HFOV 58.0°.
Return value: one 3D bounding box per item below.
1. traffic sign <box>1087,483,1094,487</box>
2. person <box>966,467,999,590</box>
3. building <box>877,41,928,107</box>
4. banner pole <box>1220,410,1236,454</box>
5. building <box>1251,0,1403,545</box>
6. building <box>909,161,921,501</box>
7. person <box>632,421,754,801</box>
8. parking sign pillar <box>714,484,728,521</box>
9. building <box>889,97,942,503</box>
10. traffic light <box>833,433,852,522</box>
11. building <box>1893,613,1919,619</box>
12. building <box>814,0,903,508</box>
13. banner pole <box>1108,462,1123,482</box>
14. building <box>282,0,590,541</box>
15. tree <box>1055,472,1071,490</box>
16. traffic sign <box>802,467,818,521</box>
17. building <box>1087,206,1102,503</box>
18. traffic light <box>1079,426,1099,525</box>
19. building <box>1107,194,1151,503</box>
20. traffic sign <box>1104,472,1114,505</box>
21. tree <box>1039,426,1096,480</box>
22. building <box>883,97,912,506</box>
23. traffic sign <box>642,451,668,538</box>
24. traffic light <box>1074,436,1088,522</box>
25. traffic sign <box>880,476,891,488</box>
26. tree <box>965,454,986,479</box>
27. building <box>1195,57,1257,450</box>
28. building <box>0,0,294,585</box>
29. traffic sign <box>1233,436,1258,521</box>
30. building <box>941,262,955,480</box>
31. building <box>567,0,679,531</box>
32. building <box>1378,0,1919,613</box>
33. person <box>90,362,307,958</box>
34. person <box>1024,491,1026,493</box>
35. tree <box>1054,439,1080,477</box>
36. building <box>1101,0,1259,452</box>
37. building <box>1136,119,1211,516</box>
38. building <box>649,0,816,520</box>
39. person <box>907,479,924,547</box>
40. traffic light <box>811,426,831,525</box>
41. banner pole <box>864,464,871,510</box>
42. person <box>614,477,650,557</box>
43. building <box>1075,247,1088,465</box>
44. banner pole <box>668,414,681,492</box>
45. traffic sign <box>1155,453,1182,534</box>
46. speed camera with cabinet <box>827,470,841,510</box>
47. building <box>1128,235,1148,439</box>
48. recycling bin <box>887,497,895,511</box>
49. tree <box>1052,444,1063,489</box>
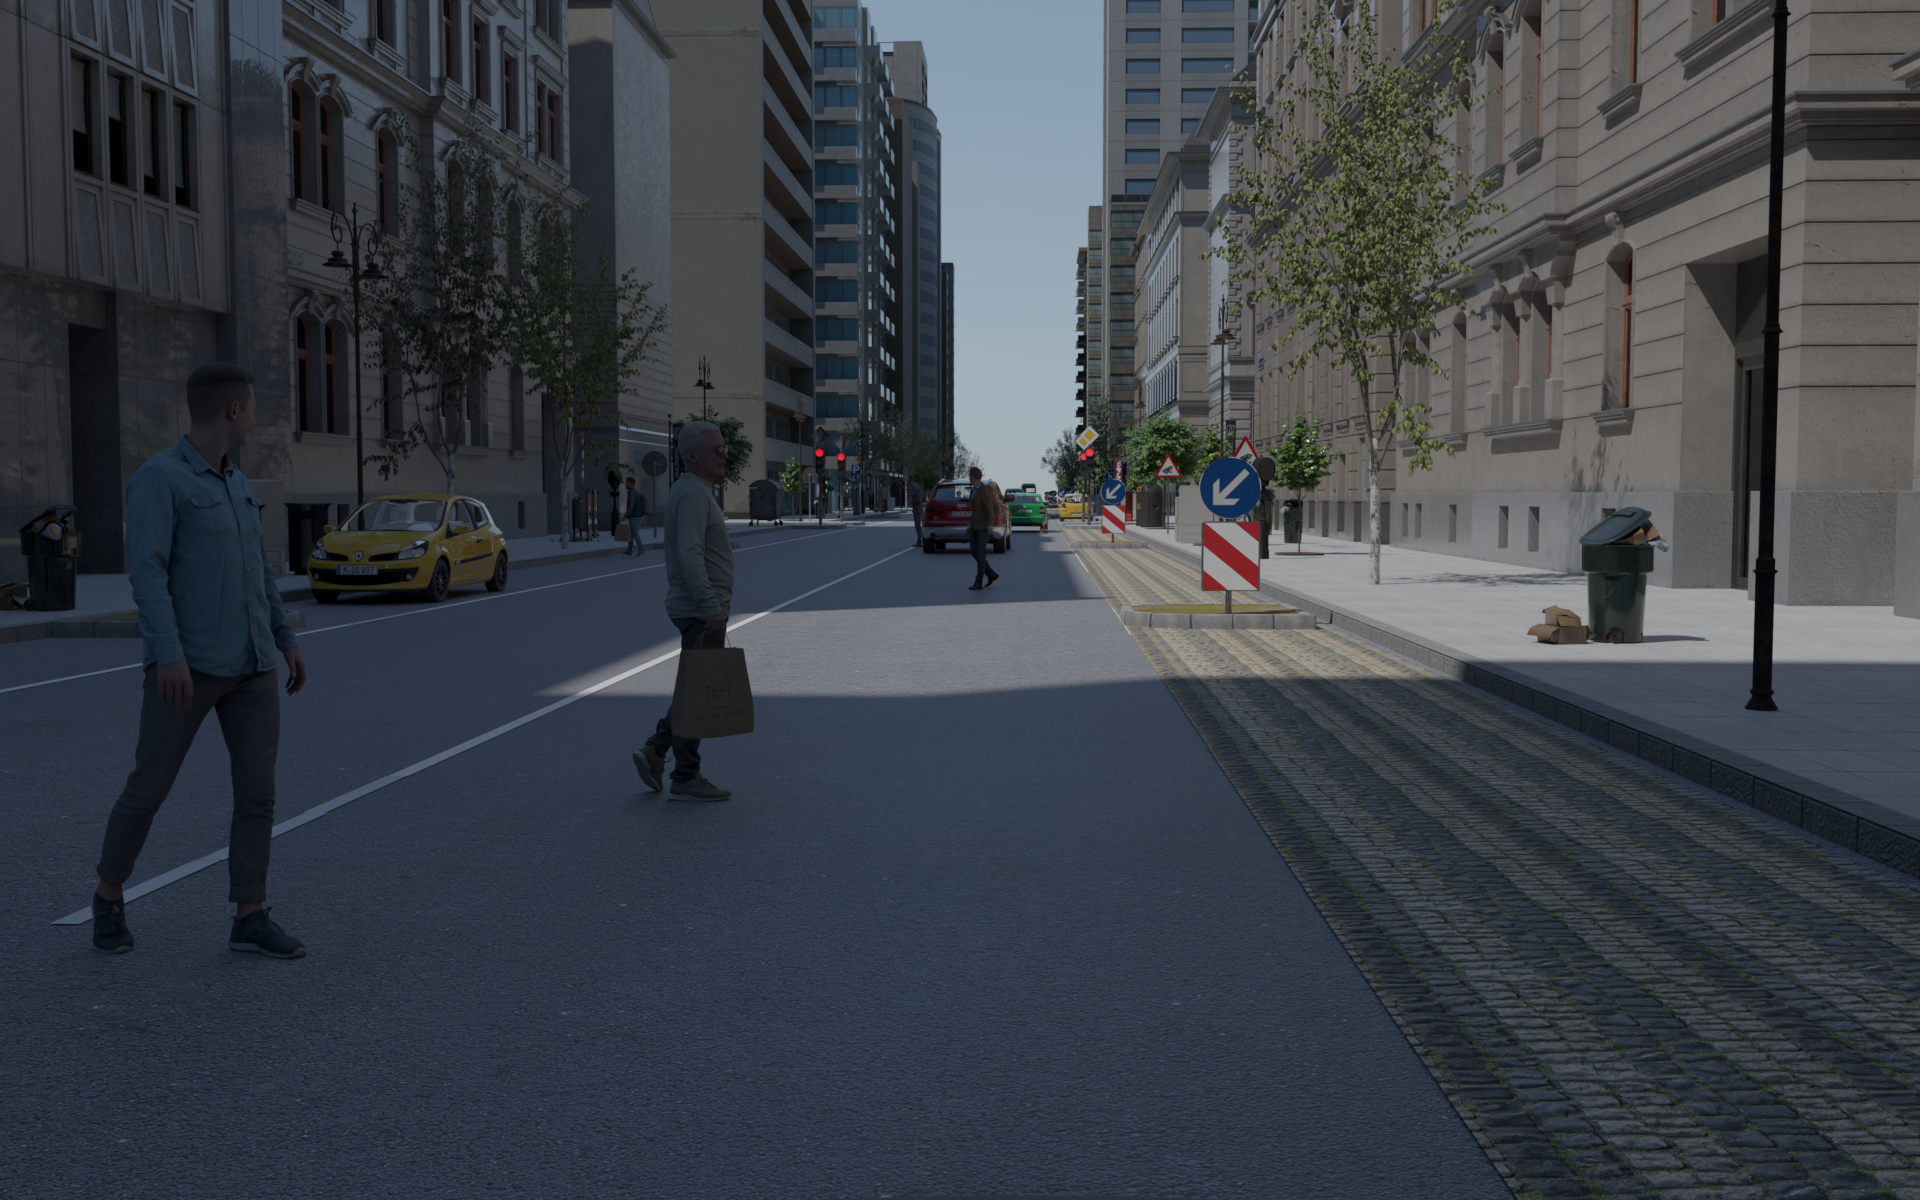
[{"bbox_3d":[10.095,-8.164,133.582,0.768,2.556,0.104,0,4,6],"label":"traffic sign"},{"bbox_3d":[0.305,-1.087,26.188,0.656,1.842,0.836,2,4,34],"label":"person"},{"bbox_3d":[-13.462,-51.438,279.258,20.563,71.187,20.611,0,4,2],"label":"building"},{"bbox_3d":[7.943,-3.766,51.590,0.863,3.779,0.401,-3,5,-40],"label":"banner pole"},{"bbox_3d":[16.543,-15.746,54.709,12.463,27.353,25.104,0,4,2],"label":"building"},{"bbox_3d":[-12.182,-32.012,206.983,14.154,41.232,14.086,0,4,2],"label":"building"},{"bbox_3d":[-1.242,0.062,7.980,0.515,1.767,0.782,-1,4,-14],"label":"person"},{"bbox_3d":[-11.909,-5.808,83.436,1.447,3.967,1.447,2,4,26],"label":"parking sign pillar"},{"bbox_3d":[-13.964,-43.626,255.279,21.231,58.520,28.212,0,4,2],"label":"building"},{"bbox_3d":[-5.416,-5.545,79.575,0.839,4.253,0.868,0,4,2],"label":"traffic light"},{"bbox_3d":[15.576,-13.372,6.030,14.401,28.519,23.554,0,4,2],"label":"building"},{"bbox_3d":[-18.193,-33.692,170.468,23.786,49.044,30.456,0,4,2],"label":"building"},{"bbox_3d":[11.009,-8.203,124.136,0.863,3.779,0.401,1,4,12],"label":"banner pole"},{"bbox_3d":[-19.065,-15.729,44.561,14.401,28.519,23.554,0,4,2],"label":"building"},{"bbox_3d":[14.302,-13.831,209.843,4.285,4.588,4.351,0,3,0],"label":"tree"},{"bbox_3d":[-7.080,-4.987,81.643,0.768,2.556,0.104,1,4,10],"label":"traffic sign"},{"bbox_3d":[25.106,-34.460,247.011,14.154,41.232,14.086,0,4,2],"label":"building"},{"bbox_3d":[5.297,-5.029,71.145,0.839,4.253,0.868,0,4,2],"label":"traffic light"},{"bbox_3d":[21.381,-24.293,168.893,14.160,30.474,14.107,0,4,2],"label":"building"},{"bbox_3d":[8.809,-6.205,101.554,0.768,2.556,0.104,1,4,10],"label":"traffic sign"},{"bbox_3d":[14.775,-18.495,236.806,8.767,10.594,7.601,1,4,15],"label":"tree"},{"bbox_3d":[-12.709,-33.183,192.656,14.600,45.320,14.200,0,4,2],"label":"building"},{"bbox_3d":[-8.988,-3.113,51.006,0.768,2.556,0.104,0,4,3],"label":"traffic sign"},{"bbox_3d":[5.636,-5.517,79.123,0.839,4.253,0.868,0,4,2],"label":"traffic light"},{"bbox_3d":[-5.282,-7.514,122.953,0.768,2.556,0.104,0,4,7],"label":"traffic sign"},{"bbox_3d":[2.431,-22.000,310.066,4.737,8.622,4.395,0,3,0],"label":"tree"},{"bbox_3d":[22.098,-15.706,85.675,19.941,23.489,11.050,0,4,2],"label":"building"},{"bbox_3d":[-19.196,-12.528,22.858,12.078,24.808,19.932,0,4,2],"label":"building"},{"bbox_3d":[6.345,-2.359,38.567,0.884,2.594,0.081,0,4,6],"label":"traffic sign"},{"bbox_3d":[-8.266,-37.557,297.643,14.154,41.232,14.086,0,4,2],"label":"building"},{"bbox_3d":[-20.413,-13.153,64.204,18.267,20.994,9.793,0,4,2],"label":"building"},{"bbox_3d":[16.158,-14.826,29.791,14.401,28.519,23.554,0,4,2],"label":"building"},{"bbox_3d":[-2.382,0.179,5.433,0.748,1.841,0.638,2,4,28],"label":"person"},{"bbox_3d":[6.554,-10.011,173.125,0.756,1.711,0.436,-1,4,-9],"label":"person"},{"bbox_3d":[14.099,-16.496,220.077,4.737,8.622,4.395,0,3,0],"label":"tree"},{"bbox_3d":[26.099,-39.618,189.746,21.231,58.520,28.212,0,4,2],"label":"building"},{"bbox_3d":[20.465,-17.143,113.571,16.112,22.955,30.059,0,4,2],"label":"building"},{"bbox_3d":[-20.025,-28.895,96.134,21.300,48.544,21.600,0,4,2],"label":"building"},{"bbox_3d":[-1.212,-2.368,47.016,0.447,1.846,0.655,0,4,1],"label":"person"},{"bbox_3d":[-5.755,-5.057,71.598,0.839,4.253,0.868,0,4,2],"label":"traffic light"},{"bbox_3d":[-7.693,-9.362,143.085,0.863,3.779,0.401,2,4,29],"label":"banner pole"},{"bbox_3d":[-7.451,-1.885,39.297,0.713,1.824,0.794,1,4,18],"label":"person"},{"bbox_3d":[31.017,-39.359,298.147,22.147,44.769,28.867,0,4,2],"label":"building"},{"bbox_3d":[-8.918,-3.917,54.054,0.401,3.779,0.863,-3,5,-42],"label":"banner pole"},{"bbox_3d":[6.655,-3.385,55.346,0.884,2.594,0.081,1,4,12],"label":"traffic sign"},{"bbox_3d":[-10.487,-9.118,143.412,0.660,3.252,2.038,2,4,32],"label":"speed camera with cabinet"},{"bbox_3d":[20.595,-21.033,141.154,12.463,27.353,25.104,0,4,2],"label":"building"},{"bbox_3d":[-5.350,-7.267,131.364,0.722,1.027,0.722,1,4,9],"label":"recycling bin"},{"bbox_3d":[12.640,-14.978,195.248,4.360,8.622,3.978,0,3,0],"label":"tree"}]
